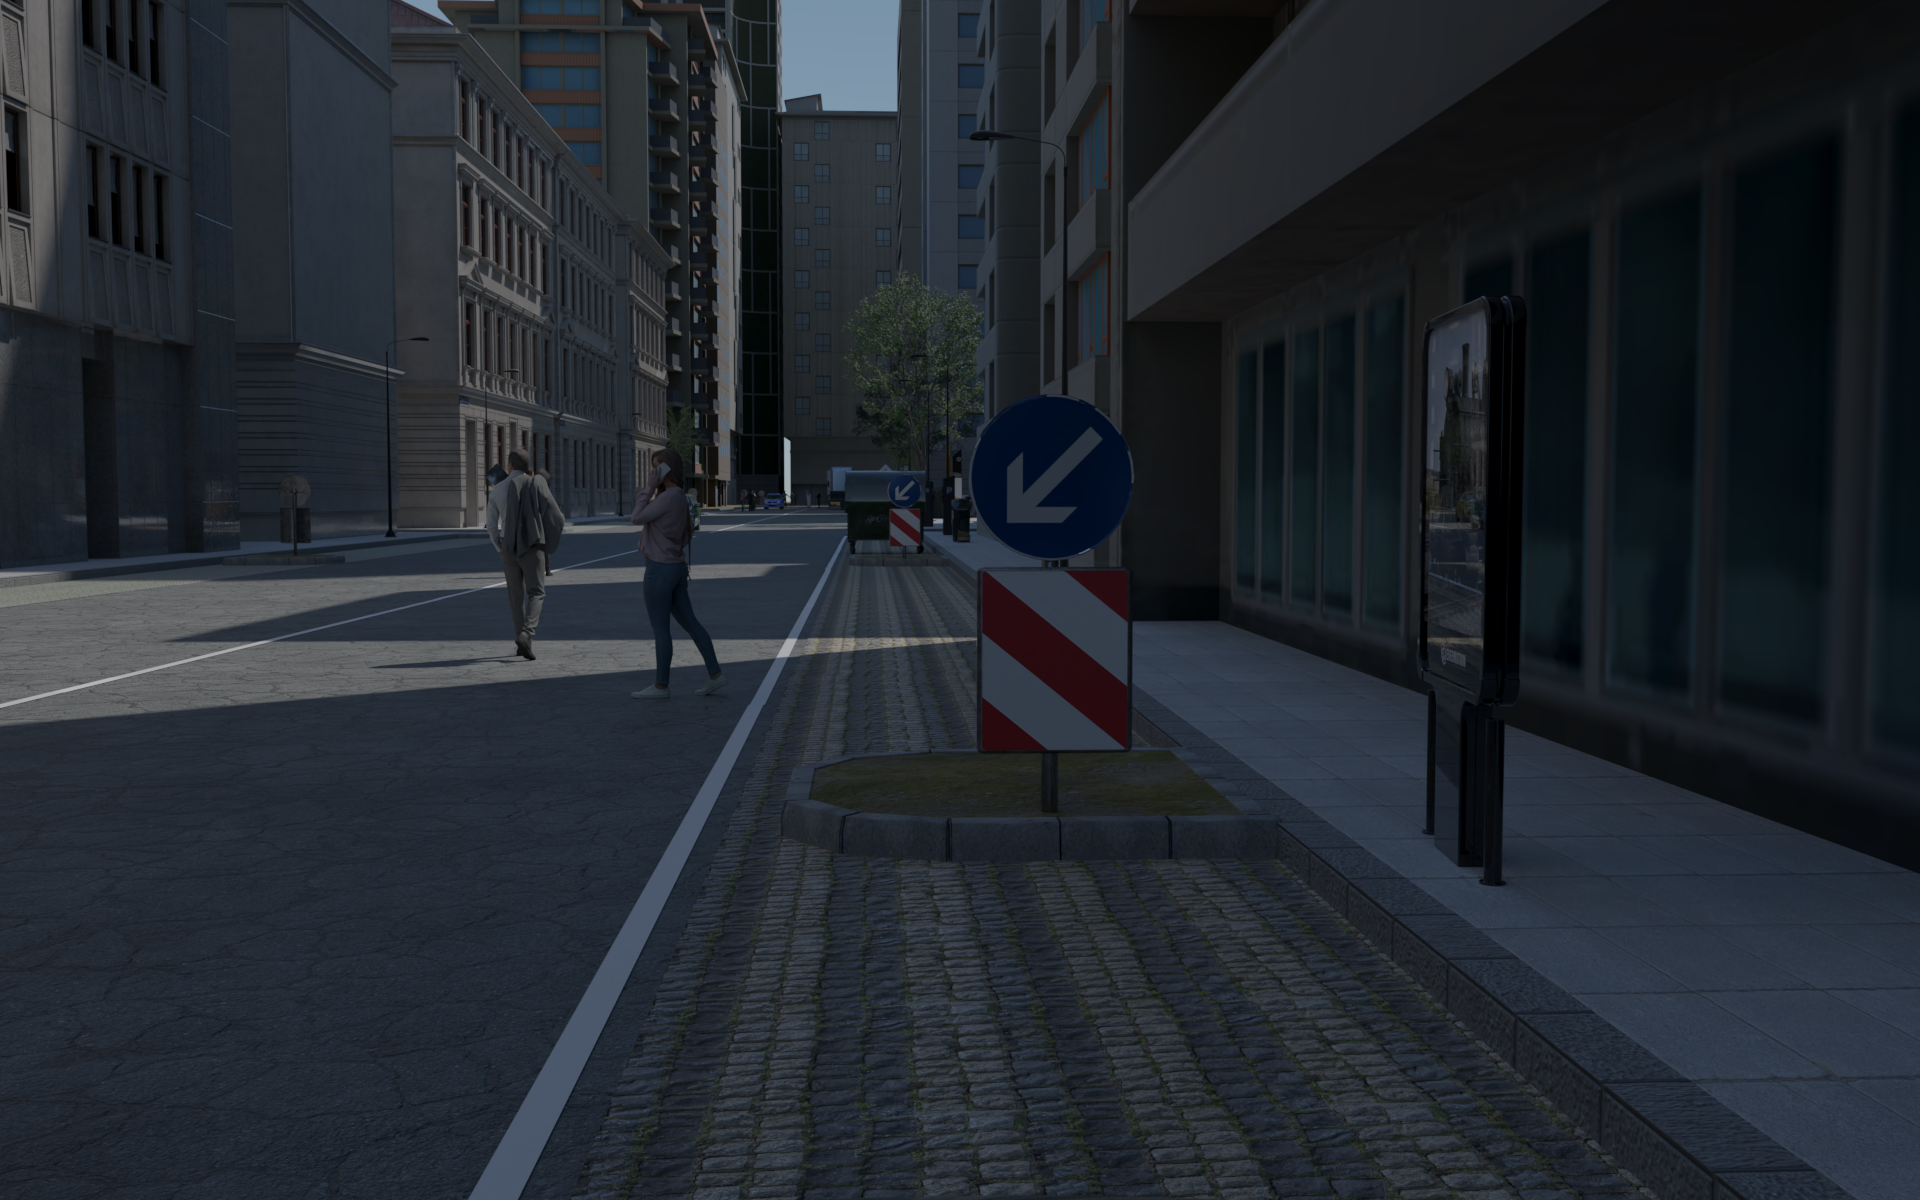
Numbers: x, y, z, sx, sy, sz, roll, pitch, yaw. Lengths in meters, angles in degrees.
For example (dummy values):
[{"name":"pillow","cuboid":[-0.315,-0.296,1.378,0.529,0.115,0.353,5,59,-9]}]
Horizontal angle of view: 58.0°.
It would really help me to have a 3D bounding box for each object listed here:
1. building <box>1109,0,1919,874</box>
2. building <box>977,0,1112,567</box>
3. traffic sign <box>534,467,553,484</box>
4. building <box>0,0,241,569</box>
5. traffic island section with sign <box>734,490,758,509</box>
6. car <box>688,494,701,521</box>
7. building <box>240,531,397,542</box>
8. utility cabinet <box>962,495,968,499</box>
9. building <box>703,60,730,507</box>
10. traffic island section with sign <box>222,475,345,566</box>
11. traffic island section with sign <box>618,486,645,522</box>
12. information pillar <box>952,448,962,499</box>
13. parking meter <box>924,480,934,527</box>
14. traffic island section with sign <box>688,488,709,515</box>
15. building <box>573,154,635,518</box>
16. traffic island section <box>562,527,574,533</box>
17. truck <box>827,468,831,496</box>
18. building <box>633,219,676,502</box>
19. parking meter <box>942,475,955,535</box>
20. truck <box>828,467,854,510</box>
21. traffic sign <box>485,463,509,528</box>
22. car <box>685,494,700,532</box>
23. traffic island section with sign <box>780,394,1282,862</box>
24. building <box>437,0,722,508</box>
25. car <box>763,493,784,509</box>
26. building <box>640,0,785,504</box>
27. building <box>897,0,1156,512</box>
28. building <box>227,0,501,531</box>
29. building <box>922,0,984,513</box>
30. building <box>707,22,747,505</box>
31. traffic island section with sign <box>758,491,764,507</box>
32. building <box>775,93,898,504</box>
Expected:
[{"name":"building","cuboid":[12.767,-23.439,6.926,21.300,48.544,21.600,0,4,-3]},{"name":"building","cuboid":[15.103,-11.992,41.108,27.650,21.520,28.899,0,4,-3]},{"name":"traffic sign","cuboid":[-15.612,-3.740,64.795,0.795,2.450,0.064,0,4,-3]},{"name":"building","cuboid":[-22.042,-12.899,28.918,12.078,24.808,19.932,0,4,-3]},{"name":"traffic island section with sign","cuboid":[-20.702,-9.655,166.490,1.989,1.847,2.006,0,4,-3]},{"name":"car","cuboid":[-13.366,-4.429,82.634,2.015,1.641,3.980,0,4,-3]},{"name":"building","cuboid":[-27.860,-13.108,50.475,21.152,22.565,11.583,0,4,-3]},{"name":"utility cabinet","cuboid":[-0.008,-5.504,101.147,1.020,1.237,0.306,-1,4,-19]},{"name":"building","cuboid":[-30.933,-32.129,175.427,14.600,45.320,14.200,0,4,-3]},{"name":"traffic island section with sign","cuboid":[-13.752,-1.641,35.458,1.989,1.847,2.006,0,4,-3]},{"name":"traffic island section with sign","cuboid":[-16.640,-4.976,89.980,1.989,1.847,2.006,0,4,-3]},{"name":"information pillar","cuboid":[-0.139,-5.967,88.919,0.504,3.616,0.183,0,4,-6]},{"name":"parking meter","cuboid":[-1.229,-3.792,67.711,0.399,1.863,0.255,1,4,21]},{"name":"traffic island section with sign","cuboid":[-18.101,-6.656,117.445,1.989,1.847,2.006,0,4,-3]},{"name":"building","cuboid":[-25.399,-15.835,95.056,11.583,22.565,21.152,0,4,-3]},{"name":"traffic island section","cuboid":[-15.635,-2.604,64.856,2.009,0.180,2.903,0,4,-3]},{"name":"truck","cuboid":[-13.303,-12.415,191.896,2.839,4.237,11.283,0,4,-3]},{"name":"building","cuboid":[-26.085,-17.160,116.724,11.583,22.565,21.152,0,4,-3]},{"name":"parking meter","cuboid":[-0.365,-2.957,54.051,0.399,1.863,0.255,-1,4,-8]},{"name":"truck","cuboid":[-11.253,-10.769,165.824,2.967,4.110,18.799,0,4,-4]},{"name":"traffic sign","cuboid":[-15.189,-3.253,56.821,0.795,2.450,0.064,0,4,-3]},{"name":"car","cuboid":[-10.992,-3.340,66.412,2.131,1.459,4.920,0,4,-4]},{"name":"traffic island section with sign","cuboid":[0.221,0.059,7.661,1.989,1.847,2.006,0,4,-3]},{"name":"building","cuboid":[-33.000,-30.499,153.289,22.147,44.769,28.867,0,4,-3]},{"name":"car","cuboid":[-17.726,-9.504,164.983,1.945,1.707,3.694,0,4,-1]},{"name":"building","cuboid":[-34.380,-48.500,231.231,20.611,71.187,20.563,0,4,-3]},{"name":"building","cuboid":[5.133,-32.674,157.916,21.300,48.544,21.600,0,4,-3]},{"name":"building","cuboid":[-24.276,-14.545,73.974,11.583,22.565,21.152,0,4,-3]},{"name":"building","cuboid":[7.871,-35.279,118.807,21.231,58.520,28.212,0,4,-3]},{"name":"building","cuboid":[-39.209,-37.359,200.066,27.495,52.752,28.713,0,4,-3]},{"name":"traffic island section with sign","cuboid":[-22.137,-11.315,193.621,1.989,1.847,2.006,0,4,-3]},{"name":"building","cuboid":[-10.573,-39.621,237.045,27.495,52.752,28.713,0,4,-3]}]
